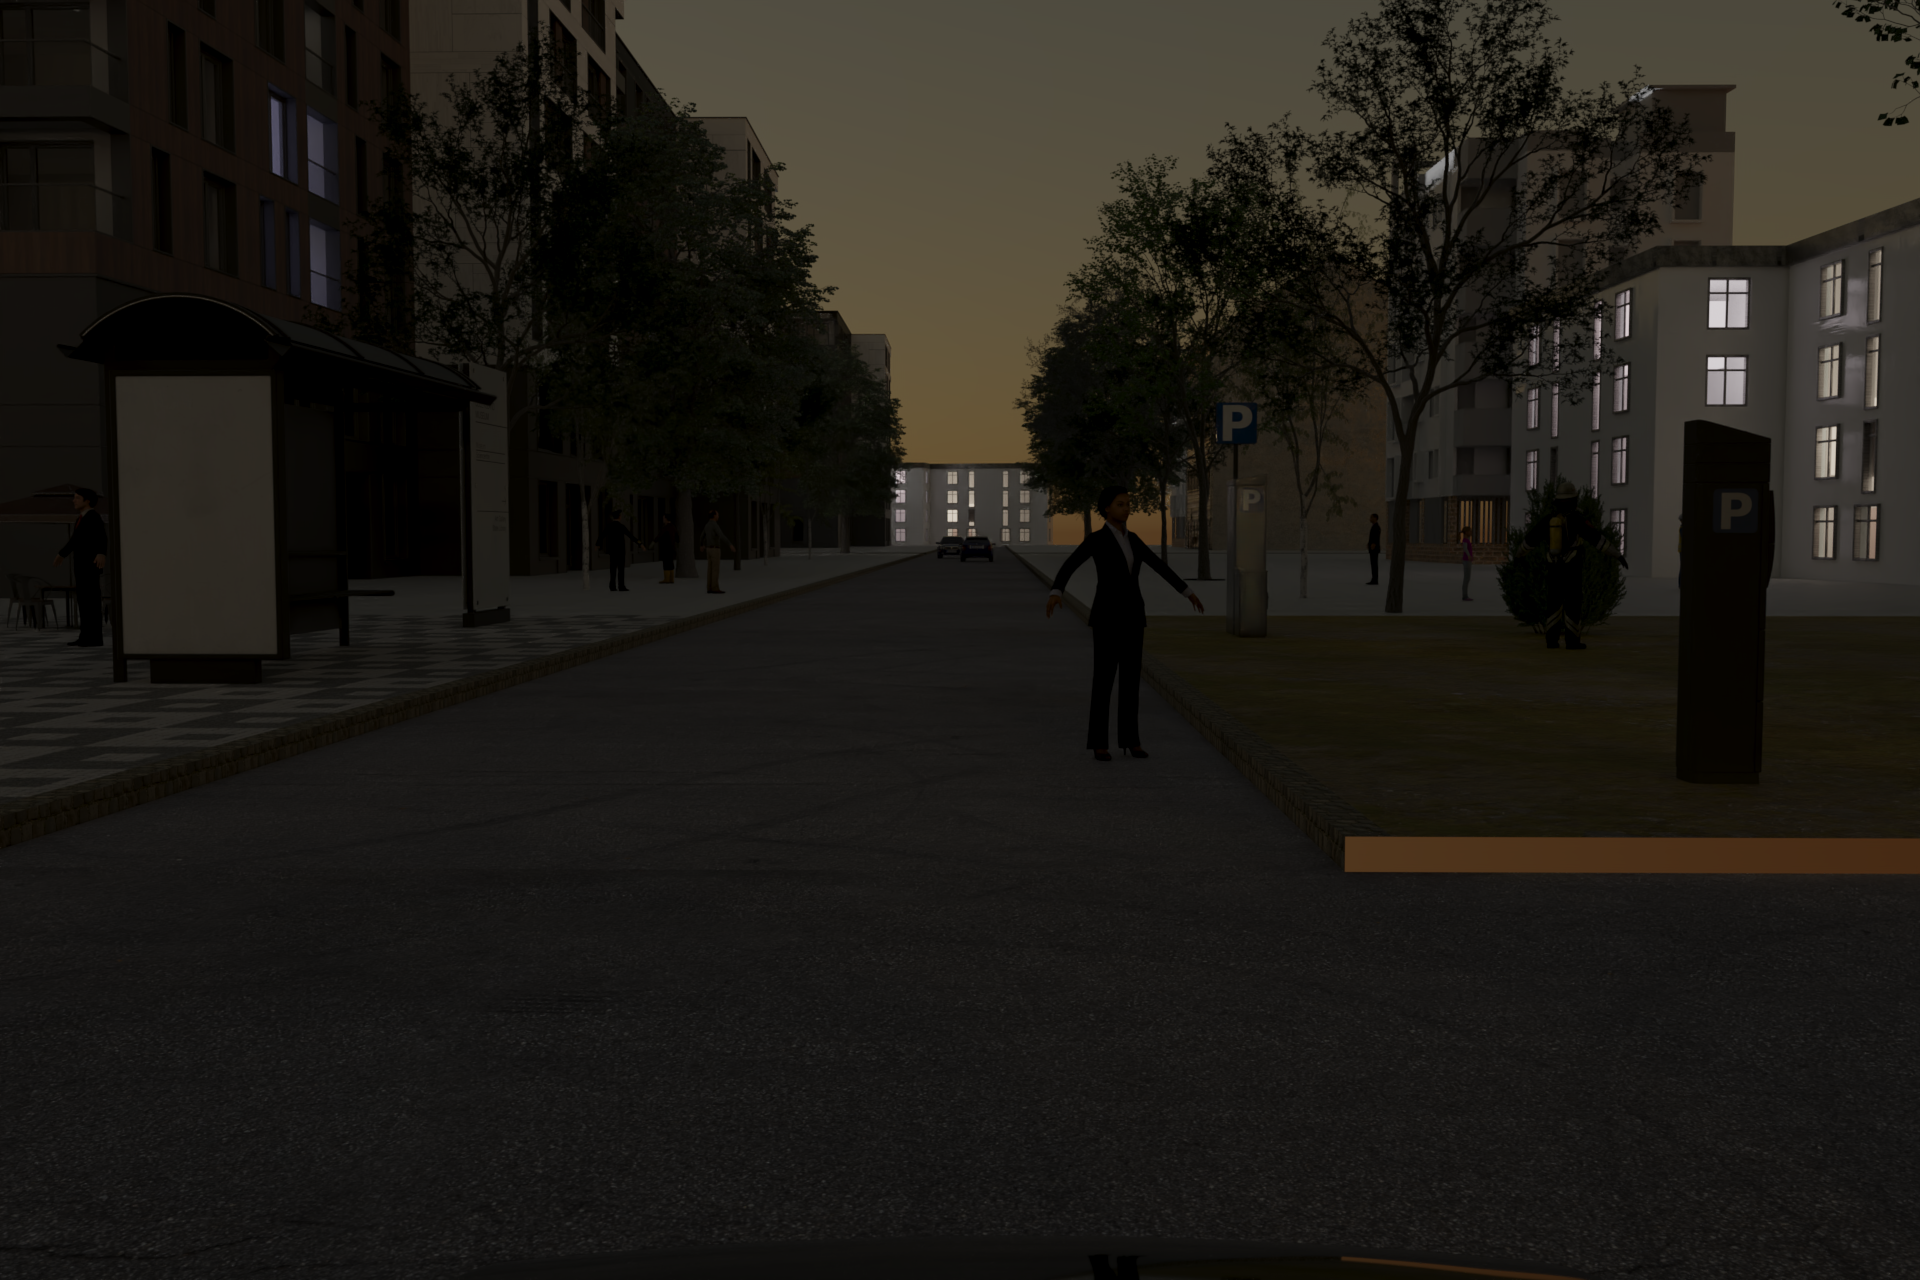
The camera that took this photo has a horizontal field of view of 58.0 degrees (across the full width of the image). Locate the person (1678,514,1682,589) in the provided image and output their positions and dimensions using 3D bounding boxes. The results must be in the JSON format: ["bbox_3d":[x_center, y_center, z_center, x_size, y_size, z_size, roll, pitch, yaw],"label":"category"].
[{"bbox_3d":[17.043,-2.085,40.556,0.721,1.772,1.216,2,4,24],"label":"person"}]

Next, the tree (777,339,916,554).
[{"bbox_3d":[-7.426,-12.602,112.706,9.857,13.997,8.962,0,3,0],"label":"tree"}]

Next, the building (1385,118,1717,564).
[{"bbox_3d":[26.447,-14.001,85.332,16.016,20.090,11.380,0,4,1],"label":"building"}]

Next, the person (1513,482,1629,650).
[{"bbox_3d":[6.776,-0.830,19.357,0.705,1.856,1.354,-3,5,-43],"label":"person"}]

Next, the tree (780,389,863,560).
[{"bbox_3d":[-7.731,-8.329,86.537,4.360,8.622,3.978,0,3,0],"label":"tree"}]

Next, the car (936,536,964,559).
[{"bbox_3d":[-0.448,-5.507,102.619,1.945,1.354,3.894,0,4,1],"label":"car"}]

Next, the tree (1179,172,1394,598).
[{"bbox_3d":[7.073,-5.152,34.592,4.360,8.622,3.978,0,3,0],"label":"tree"}]

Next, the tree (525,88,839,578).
[{"bbox_3d":[-8.010,-8.785,50.294,9.857,13.997,8.962,0,3,0],"label":"tree"}]

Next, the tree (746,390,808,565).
[{"bbox_3d":[-7.948,-7.340,70.370,4.737,8.622,4.395,0,3,0],"label":"tree"}]

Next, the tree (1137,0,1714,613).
[{"bbox_3d":[7.034,-5.698,27.571,8.767,10.594,7.601,0,4,2],"label":"tree"}]

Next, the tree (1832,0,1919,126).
[{"bbox_3d":[19.947,-10.489,27.389,12.611,20.169,13.585,0,3,0],"label":"tree"}]

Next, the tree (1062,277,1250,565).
[{"bbox_3d":[7.194,-7.873,63.134,7.601,10.594,8.767,-1,4,-23],"label":"tree"}]

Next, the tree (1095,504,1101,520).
[{"bbox_3d":[16.936,-15.131,197.750,4.737,8.622,4.395,0,3,0],"label":"tree"}]

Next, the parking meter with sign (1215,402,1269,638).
[{"bbox_3d":[3.653,-1.586,22.195,0.543,3.016,1.738,0,4,0],"label":"parking meter with sign"}]

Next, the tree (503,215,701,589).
[{"bbox_3d":[-8.889,-5.482,39.996,4.360,8.622,3.978,0,3,0],"label":"tree"}]

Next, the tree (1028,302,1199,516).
[{"bbox_3d":[8.283,-11.349,92.211,9.857,13.997,8.962,0,3,0],"label":"tree"}]

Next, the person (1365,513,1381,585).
[{"bbox_3d":[10.464,-2.302,43.865,0.704,1.802,1.346,0,4,8],"label":"person"}]

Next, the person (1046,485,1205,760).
[{"bbox_3d":[1.042,-0.111,10.992,1.216,1.740,0.721,-2,4,-31],"label":"person"}]

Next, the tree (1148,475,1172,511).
[{"bbox_3d":[26.222,-17.707,199.879,12.009,13.543,11.850,0,3,0],"label":"tree"}]

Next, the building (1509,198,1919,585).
[{"bbox_3d":[24.784,-6.636,50.638,9.099,9.664,28.070,0,4,1],"label":"building"}]

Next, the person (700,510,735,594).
[{"bbox_3d":[-5.290,-1.901,37.354,0.705,1.796,1.348,-3,5,-39],"label":"person"}]

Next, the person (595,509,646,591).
[{"bbox_3d":[-7.677,-2.016,38.888,1.347,1.837,0.705,2,4,24],"label":"person"}]

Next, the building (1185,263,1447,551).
[{"bbox_3d":[29.011,-19.099,143.194,19.493,23.208,18.063,0,4,1],"label":"building"}]

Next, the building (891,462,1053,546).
[{"bbox_3d":[-3.409,-15.848,203.723,28.070,9.664,9.099,1,4,10],"label":"building"}]

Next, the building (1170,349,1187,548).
[{"bbox_3d":[26.272,-19.378,173.257,16.016,20.090,11.380,0,4,1],"label":"building"}]

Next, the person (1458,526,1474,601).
[{"bbox_3d":[9.796,-1.467,33.249,0.599,1.433,0.991,1,4,19],"label":"person"}]

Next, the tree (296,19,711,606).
[{"bbox_3d":[-7.930,-5.895,30.803,7.601,10.594,8.767,-2,4,-33],"label":"tree"}]

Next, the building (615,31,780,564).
[{"bbox_3d":[-24.405,-14.628,83.138,27.936,21.610,32.646,0,4,0],"label":"building"}]

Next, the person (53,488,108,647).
[{"bbox_3d":[-9.993,-0.831,19.780,1.347,1.806,0.705,3,5,43],"label":"person"}]

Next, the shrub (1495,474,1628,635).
[{"bbox_3d":[7.704,-1.110,22.190,1.661,2.075,1.752,0,3,0],"label":"shrub"}]

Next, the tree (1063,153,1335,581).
[{"bbox_3d":[6.651,-7.454,47.623,9.928,11.665,9.643,0,3,0],"label":"tree"}]

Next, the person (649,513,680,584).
[{"bbox_3d":[-7.587,-2.366,44.822,0.704,1.812,1.346,2,4,23],"label":"person"}]

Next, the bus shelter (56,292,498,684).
[{"bbox_3d":[-6.445,-1.429,17.291,2.014,3.302,5.546,0,4,2],"label":"bus shelter"}]

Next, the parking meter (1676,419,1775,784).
[{"bbox_3d":[3.957,-0.198,8.956,0.399,1.863,0.255,0,4,2],"label":"parking meter"}]

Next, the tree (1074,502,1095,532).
[{"bbox_3d":[15.147,-15.409,202.307,4.360,8.622,3.978,0,3,0],"label":"tree"}]

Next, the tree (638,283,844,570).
[{"bbox_3d":[-7.700,-7.755,61.213,8.767,10.594,7.601,2,4,26],"label":"tree"}]

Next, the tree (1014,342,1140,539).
[{"bbox_3d":[8.042,-12.354,108.649,9.857,13.997,8.962,0,3,0],"label":"tree"}]

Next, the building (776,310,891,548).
[{"bbox_3d":[-21.589,-20.232,174.776,27.936,21.610,32.646,0,4,0],"label":"building"}]

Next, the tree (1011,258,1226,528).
[{"bbox_3d":[7.300,-10.198,77.113,12.009,13.543,11.850,0,3,0],"label":"tree"}]

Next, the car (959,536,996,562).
[{"bbox_3d":[0.892,-4.753,90.288,1.945,1.354,3.894,0,4,1],"label":"car"}]

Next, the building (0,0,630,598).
[{"bbox_3d":[-27.065,-12.621,50.321,27.936,21.610,32.646,0,4,2],"label":"building"}]

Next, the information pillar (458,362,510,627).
[{"bbox_3d":[-6.714,-2.029,24.492,0.184,3.620,1.656,0,4,2],"label":"information pillar"}]
